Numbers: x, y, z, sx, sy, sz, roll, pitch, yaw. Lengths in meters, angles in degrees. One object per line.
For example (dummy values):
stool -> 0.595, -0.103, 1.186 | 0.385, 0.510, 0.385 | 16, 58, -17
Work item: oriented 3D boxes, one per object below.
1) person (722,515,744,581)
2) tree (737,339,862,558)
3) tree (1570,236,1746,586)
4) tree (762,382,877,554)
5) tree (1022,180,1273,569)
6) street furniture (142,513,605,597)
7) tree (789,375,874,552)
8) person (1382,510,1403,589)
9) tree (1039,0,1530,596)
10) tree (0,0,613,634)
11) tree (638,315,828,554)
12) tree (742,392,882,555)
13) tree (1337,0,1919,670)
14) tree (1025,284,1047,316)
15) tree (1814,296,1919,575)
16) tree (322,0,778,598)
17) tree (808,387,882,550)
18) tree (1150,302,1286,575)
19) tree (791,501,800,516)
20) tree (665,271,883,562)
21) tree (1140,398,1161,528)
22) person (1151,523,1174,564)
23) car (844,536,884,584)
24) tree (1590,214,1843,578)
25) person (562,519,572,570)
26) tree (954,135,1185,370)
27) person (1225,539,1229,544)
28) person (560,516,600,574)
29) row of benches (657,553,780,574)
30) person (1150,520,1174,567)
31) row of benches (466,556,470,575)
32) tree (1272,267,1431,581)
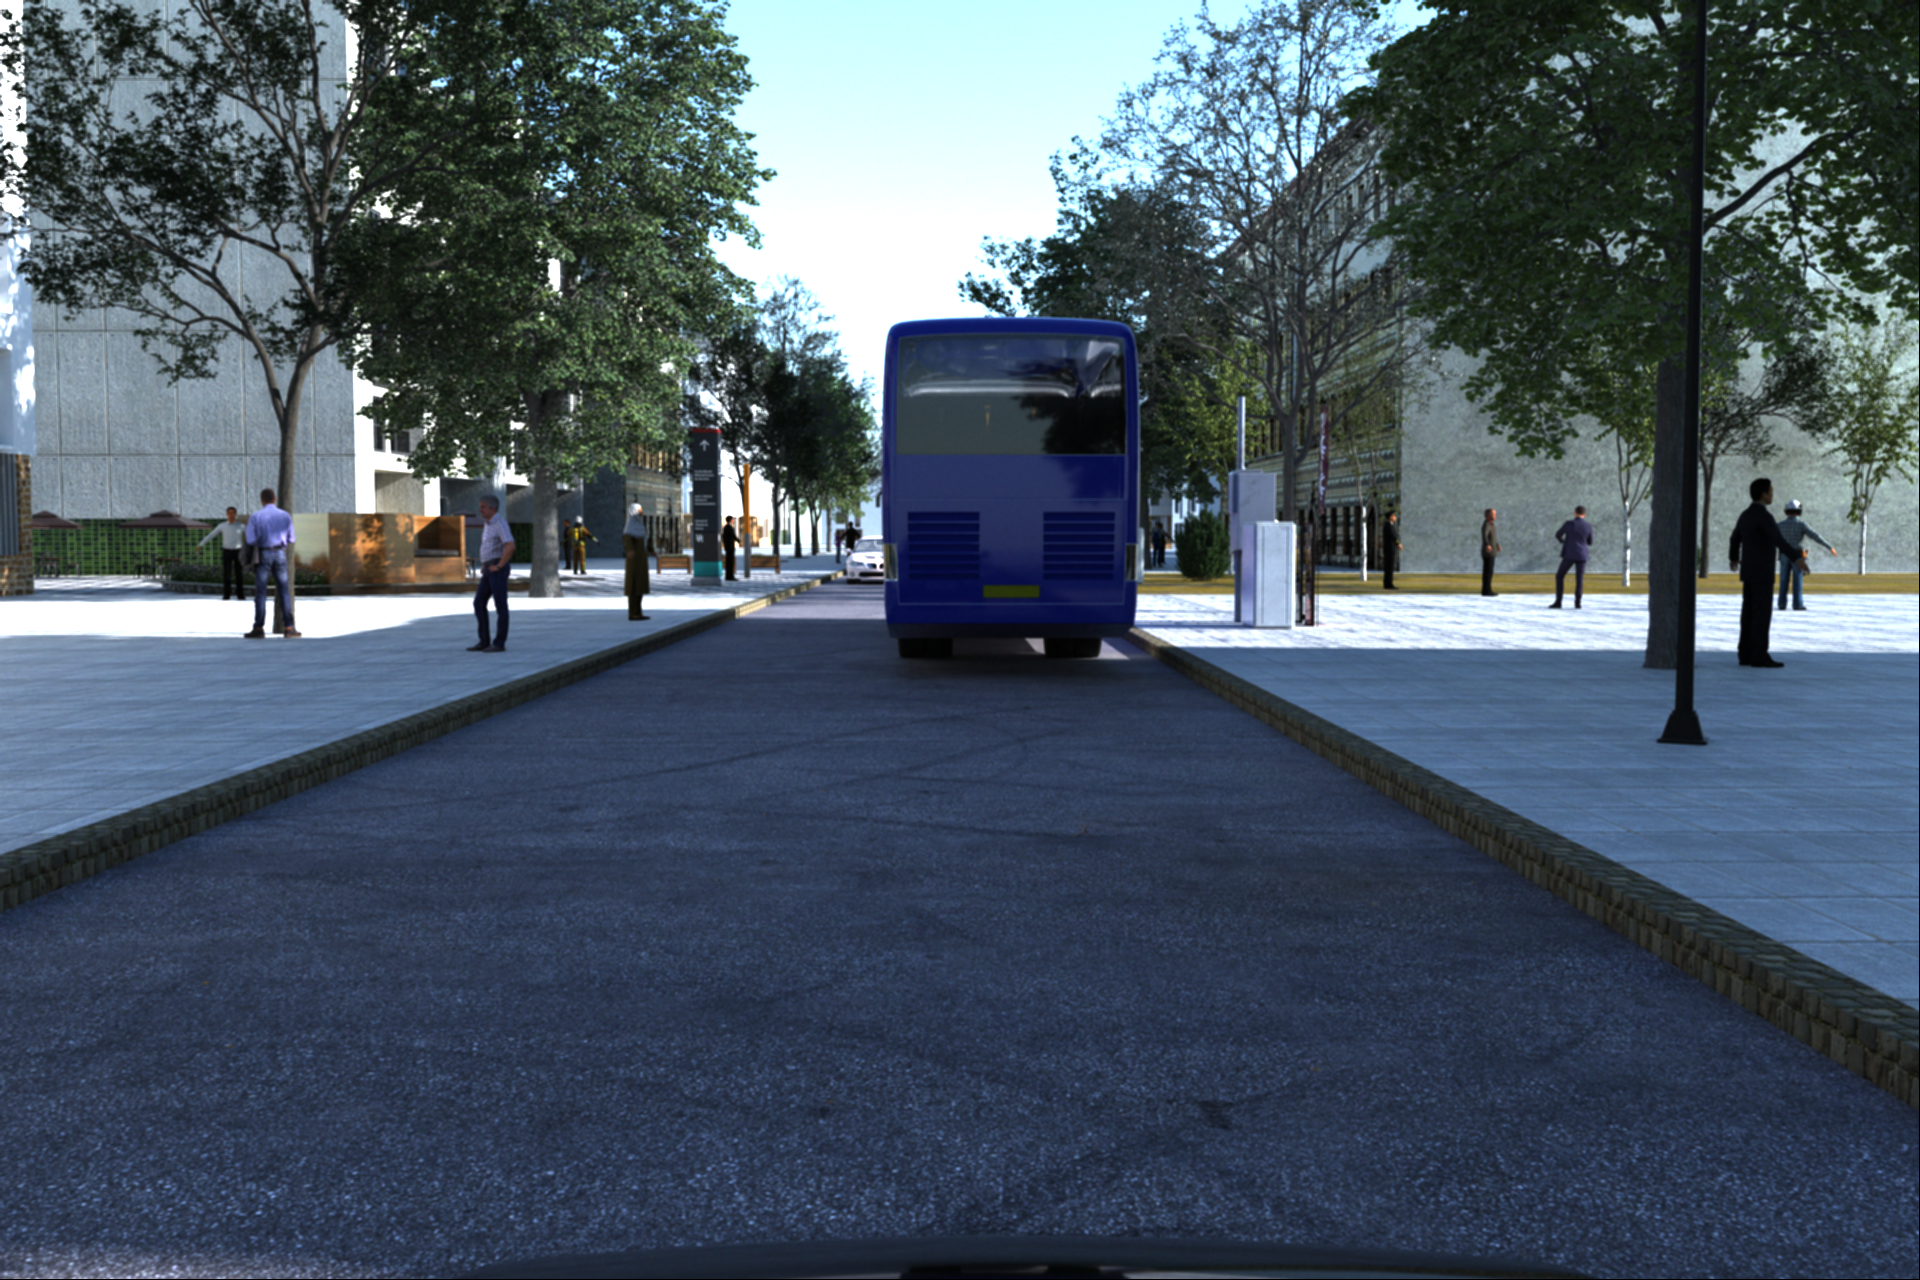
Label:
person -> -6.310, -2.540, 47.709 | 0.705, 1.806, 1.347 | -2, 4, -29
tree -> -8.822, -10.199, 92.505 | 9.928, 11.665, 9.643 | 0, 3, 0
tree -> 16.550, -5.625, 42.330 | 4.737, 8.622, 4.395 | 0, 3, 0
tree -> -9.366, -11.515, 114.018 | 9.928, 11.665, 9.643 | 0, 3, 0
tree -> 6.779, -9.554, 62.867 | 9.857, 13.997, 8.962 | 0, 3, 0
street furniture -> -14.956, -2.027, 40.002 | 11.010, 1.723, 9.812 | -3, 5, -43
tree -> -9.777, -12.590, 123.965 | 7.486, 12.596, 7.792 | 0, 3, 0
person -> 10.011, -2.097, 40.227 | 0.705, 1.837, 1.347 | 0, 4, 1
tree -> 6.955, -7.687, 36.061 | 12.009, 13.543, 11.850 | 0, 3, 0
tree -> -8.652, -5.335, 21.634 | 8.767, 10.594, 7.601 | -1, 4, -12
tree -> -8.605, -8.204, 68.545 | 7.601, 10.594, 8.767 | 2, 4, 33
tree -> -8.892, -10.426, 104.879 | 8.767, 10.594, 7.601 | -1, 4, -14
tree -> 6.859, -5.974, 15.803 | 7.486, 12.596, 7.792 | 0, 3, 0
tree -> 5.610, -16.794, 130.472 | 12.611, 20.169, 13.585 | 0, 3, 0
tree -> 28.822, -6.381, 54.685 | 4.737, 8.622, 4.395 | 0, 3, 0
tree -> -8.516, -7.838, 34.809 | 9.857, 13.997, 8.962 | 0, 3, 0
tree -> -9.186, -14.024, 139.656 | 12.009, 13.543, 11.850 | 0, 3, 0
tree -> 8.214, -6.309, 53.521 | 4.737, 8.622, 4.395 | 0, 3, 0
tree -> -23.669, -17.367, 234.319 | 4.737, 8.622, 4.395 | 0, 3, 0
tree -> -8.420, -10.386, 80.186 | 12.009, 13.543, 11.850 | 0, 3, 0
tree -> 6.854, -7.569, 74.109 | 4.360, 8.622, 3.978 | 0, 3, 0
person -> 8.641, -4.111, 73.933 | 1.216, 1.740, 0.721 | -2, 4, -30
car -> -2.342, -2.366, 51.051 | 2.083, 1.381, 4.827 | 0, 4, -1
tree -> 21.955, -7.075, 50.092 | 7.601, 10.594, 8.767 | -1, 4, -13
person -> -14.033, -3.400, 61.807 | 0.704, 1.802, 1.346 | 0, 4, -3
tree -> 5.449, -14.036, 85.383 | 12.611, 20.169, 13.585 | 0, 3, 0
person -> 9.907, -3.333, 60.758 | 1.348, 1.796, 0.705 | 2, 4, 31
person -> -12.174, -3.035, 55.385 | 1.354, 1.858, 0.705 | 1, 4, 11
row of benches -> -7.929, -2.496, 56.275 | 4.104, 0.672, 1.422 | -1, 4, -15
person -> 7.704, -3.769, 67.475 | 1.347, 1.847, 0.705 | 2, 4, 34
row of benches -> -15.780, -2.348, 53.854 | 1.422, 0.672, 4.104 | -1, 4, -9
tree -> 11.240, -5.931, 47.327 | 4.360, 8.622, 3.978 | 0, 3, 0
